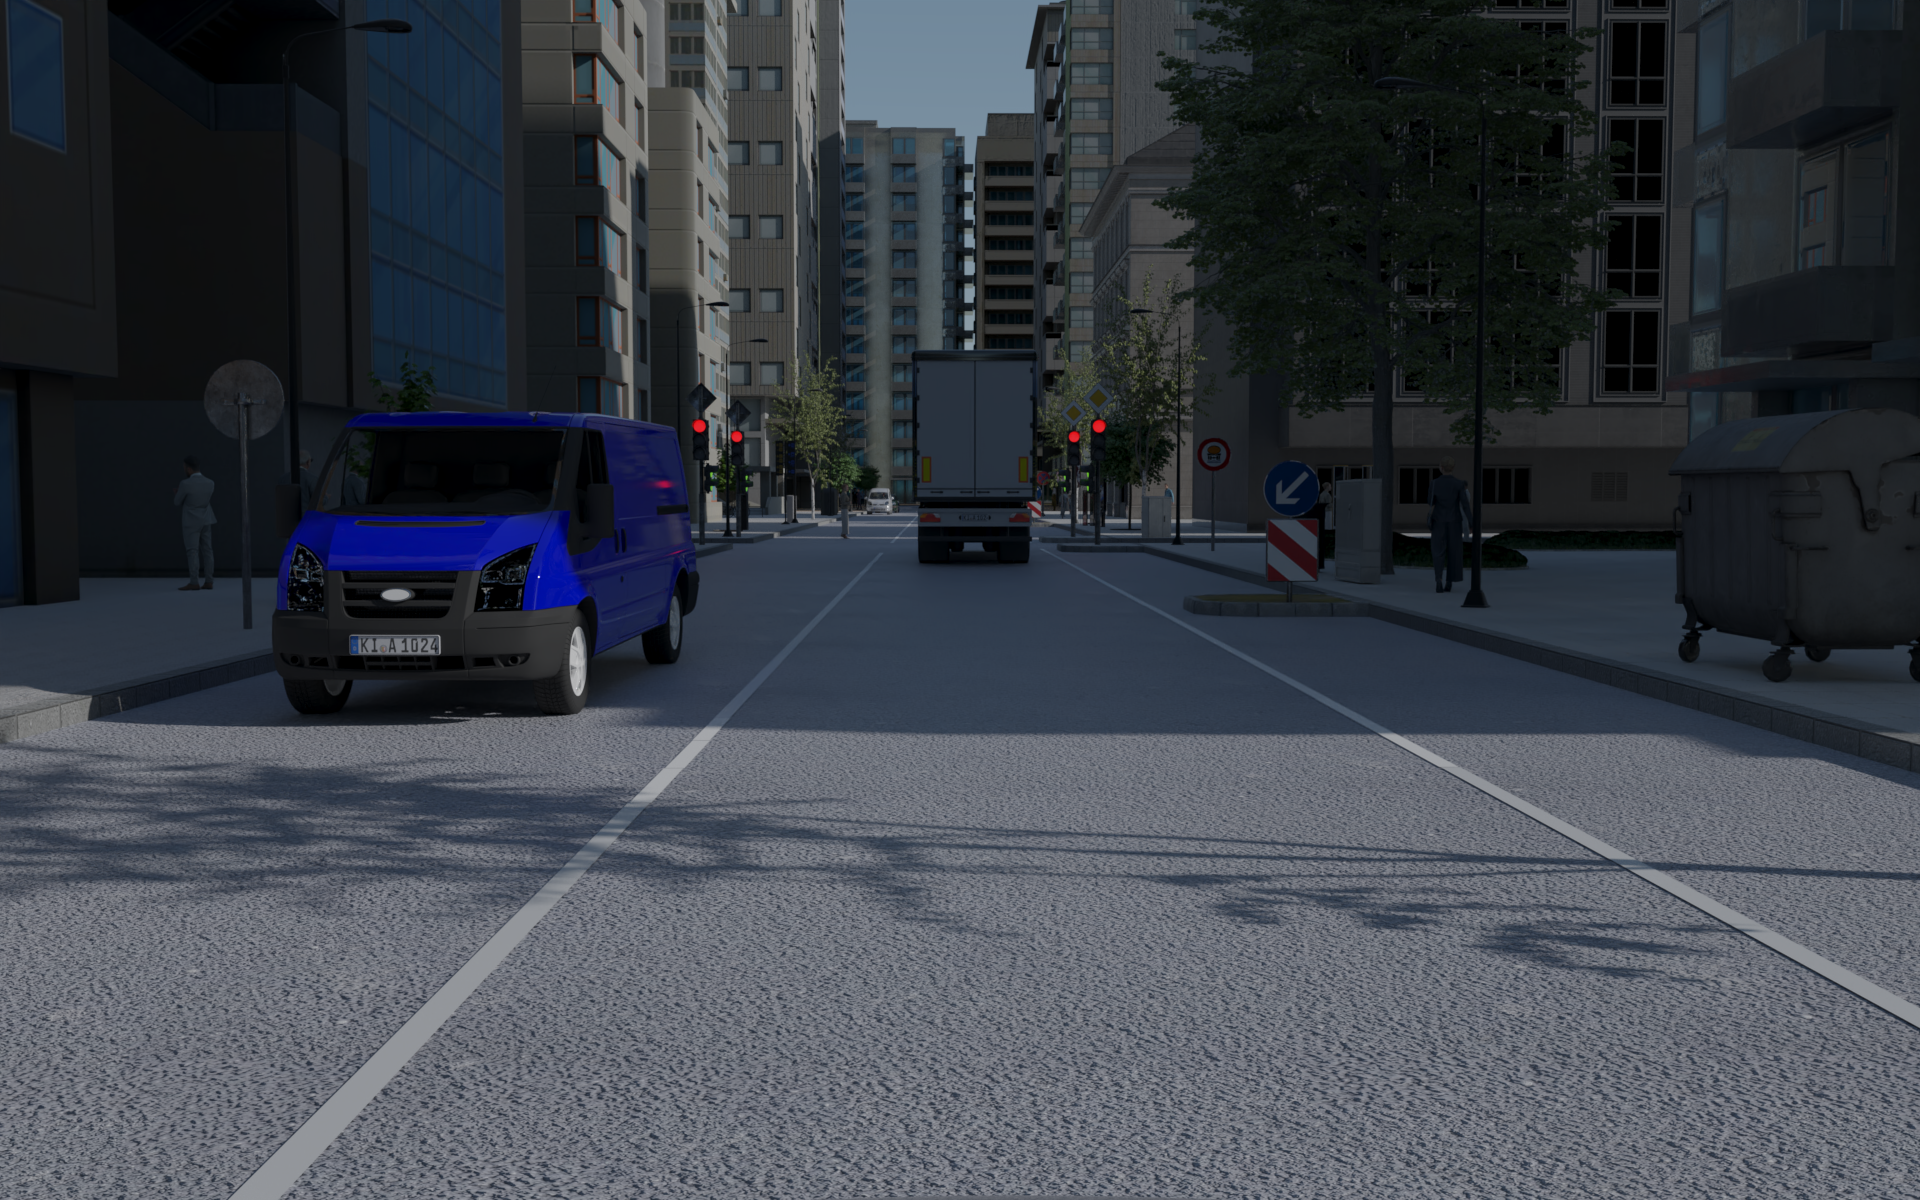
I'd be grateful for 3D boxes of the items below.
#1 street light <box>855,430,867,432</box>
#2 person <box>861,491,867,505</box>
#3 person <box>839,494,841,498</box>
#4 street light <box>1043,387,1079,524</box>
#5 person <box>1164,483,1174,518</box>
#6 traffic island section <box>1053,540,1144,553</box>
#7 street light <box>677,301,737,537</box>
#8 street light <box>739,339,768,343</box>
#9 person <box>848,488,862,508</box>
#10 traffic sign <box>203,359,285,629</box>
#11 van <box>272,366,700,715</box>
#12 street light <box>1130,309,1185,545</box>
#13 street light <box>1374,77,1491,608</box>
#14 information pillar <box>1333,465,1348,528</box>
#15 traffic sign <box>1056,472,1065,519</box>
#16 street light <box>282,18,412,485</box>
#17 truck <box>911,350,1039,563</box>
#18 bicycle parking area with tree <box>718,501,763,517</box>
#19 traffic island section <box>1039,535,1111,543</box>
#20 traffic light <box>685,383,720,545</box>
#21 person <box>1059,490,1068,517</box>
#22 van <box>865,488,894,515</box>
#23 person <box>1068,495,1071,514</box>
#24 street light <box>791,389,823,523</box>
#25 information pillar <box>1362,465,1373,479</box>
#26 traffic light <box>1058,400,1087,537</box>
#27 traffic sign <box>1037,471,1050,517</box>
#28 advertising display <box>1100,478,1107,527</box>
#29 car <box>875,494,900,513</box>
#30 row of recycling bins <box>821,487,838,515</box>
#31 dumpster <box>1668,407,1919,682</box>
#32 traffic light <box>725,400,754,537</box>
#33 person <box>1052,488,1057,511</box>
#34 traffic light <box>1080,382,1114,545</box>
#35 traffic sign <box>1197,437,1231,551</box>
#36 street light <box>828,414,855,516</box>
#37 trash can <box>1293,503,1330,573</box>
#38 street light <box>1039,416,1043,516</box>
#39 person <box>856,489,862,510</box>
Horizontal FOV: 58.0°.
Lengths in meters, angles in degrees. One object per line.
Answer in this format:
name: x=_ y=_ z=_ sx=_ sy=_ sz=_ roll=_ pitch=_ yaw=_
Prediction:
street light: x=-7.361 y=-9.319 z=124.906 sx=1.470 sy=5.913 sz=1.316 roll=0 pitch=4 yaw=-1
person: x=-11.702 y=-12.166 z=207.392 sx=1.348 sy=1.826 sz=0.705 roll=1 pitch=4 yaw=12
person: x=-10.395 y=-8.481 z=147.903 sx=0.628 sy=1.438 sz=0.799 roll=3 pitch=5 yaw=44
street light: x=4.497 y=-6.289 z=75.371 sx=1.470 sy=5.913 sz=1.316 roll=0 pitch=4 yaw=-1
person: x=9.678 y=-4.529 z=80.441 sx=0.444 sy=1.785 sz=0.601 roll=-2 pitch=4 yaw=-23
traffic island section: x=3.505 y=-1.320 z=43.866 sx=2.009 sy=0.180 sz=2.903 roll=0 pitch=4 yaw=-1
street light: x=-6.261 y=-4.242 z=41.903 sx=1.470 sy=5.913 sz=1.316 roll=0 pitch=4 yaw=-1
street light: x=-6.426 y=-4.850 z=51.840 sx=1.470 sy=5.913 sz=1.316 roll=0 pitch=4 yaw=-1
person: x=-9.469 y=-9.210 z=156.265 sx=1.348 sy=1.869 sz=0.705 roll=0 pitch=4 yaw=4
traffic sign: x=-6.772 y=-0.996 z=16.392 sx=0.768 sy=2.556 sz=0.104 roll=0 pitch=4 yaw=1
van: x=-3.362 y=-0.529 z=13.041 sx=2.240 sy=2.365 sz=5.245 roll=0 pitch=4 yaw=1
street light: x=4.956 y=-4.341 z=43.523 sx=1.470 sy=5.913 sz=1.316 roll=0 pitch=4 yaw=-1
street light: x=5.312 y=-2.871 z=19.484 sx=1.470 sy=5.913 sz=1.316 roll=0 pitch=4 yaw=-1
information pillar: x=9.725 y=-2.435 z=44.301 sx=0.304 sy=2.012 sz=0.304 roll=2 pitch=4 yaw=28
traffic sign: x=5.354 y=-5.522 z=90.395 sx=0.768 sy=2.556 sz=0.104 roll=1 pitch=4 yaw=9
street light: x=-6.052 y=-2.724 z=17.082 sx=1.470 sy=5.913 sz=1.316 roll=0 pitch=4 yaw=-1
truck: x=0.283 y=-3.080 z=39.277 sx=2.839 sy=4.237 sz=11.283 roll=0 pitch=3 yaw=0
bicycle parking area with tree: x=-15.422 y=-6.578 z=94.548 sx=9.016 sy=4.147 sz=8.231 roll=3 pitch=5 yaw=42
traffic island section: x=3.408 y=-1.809 z=51.851 sx=2.009 sy=0.180 sz=2.903 roll=0 pitch=4 yaw=-1
traffic light: x=-6.495 y=-3.345 z=43.615 sx=0.839 sy=4.253 sz=0.868 roll=0 pitch=4 yaw=-1
person: x=5.847 y=-5.482 z=98.265 sx=0.503 sy=1.515 sz=0.523 roll=-1 pitch=4 yaw=-15
van: x=-5.628 y=-6.979 z=121.116 sx=2.013 sy=2.044 sz=4.112 roll=0 pitch=4 yaw=0
person: x=7.023 y=-6.048 z=109.608 sx=0.332 sy=1.250 sz=0.352 roll=2 pitch=4 yaw=32
street light: x=-6.759 y=-6.356 z=76.468 sx=1.470 sy=5.913 sz=1.316 roll=0 pitch=4 yaw=-1
information pillar: x=10.443 y=-2.422 z=44.097 sx=0.304 sy=2.012 sz=0.304 roll=-2 pitch=4 yaw=-34
traffic light: x=3.367 y=-3.842 z=51.736 sx=0.839 sy=4.253 sz=0.868 roll=0 pitch=4 yaw=-1
traffic sign: x=4.693 y=-5.964 z=97.611 sx=0.768 sy=2.556 sz=0.104 roll=0 pitch=4 yaw=1
advertising display: x=5.508 y=-3.803 z=67.401 sx=0.123 sy=1.923 sz=0.974 roll=-1 pitch=4 yaw=-11
car: x=-5.536 y=-7.456 z=131.690 sx=2.009 sy=1.686 sz=4.222 roll=0 pitch=4 yaw=1
row of recycling bins: x=-7.959 y=-6.015 z=105.463 sx=1.069 sy=1.692 sz=3.534 roll=0 pitch=4 yaw=-2
dumpster: x=6.071 y=-0.409 z=12.448 sx=1.264 sy=1.857 sz=1.865 roll=0 pitch=4 yaw=-1
traffic light: x=-6.593 y=-3.834 z=51.599 sx=0.839 sy=4.253 sz=0.868 roll=0 pitch=4 yaw=-1
person: x=7.028 y=-7.578 z=130.669 sx=0.721 sy=1.736 sz=1.217 roll=1 pitch=4 yaw=11
traffic light: x=3.465 y=-3.354 z=43.752 sx=0.839 sy=4.253 sz=0.868 roll=0 pitch=4 yaw=-1
traffic sign: x=5.681 y=-2.368 z=38.827 sx=0.768 sy=2.556 sz=0.104 roll=0 pitch=4 yaw=2
street light: x=-7.015 y=-7.849 z=100.868 sx=1.470 sy=5.913 sz=1.316 roll=0 pitch=4 yaw=-1
trash can: x=5.675 y=-1.024 z=28.392 sx=0.748 sy=1.137 sz=0.748 roll=0 pitch=3 yaw=0
street light: x=4.251 y=-7.803 z=100.122 sx=1.470 sy=5.913 sz=1.316 roll=0 pitch=4 yaw=-1
person: x=-8.159 y=-8.106 z=139.496 sx=0.530 sy=1.710 sz=0.541 roll=0 pitch=4 yaw=-2
